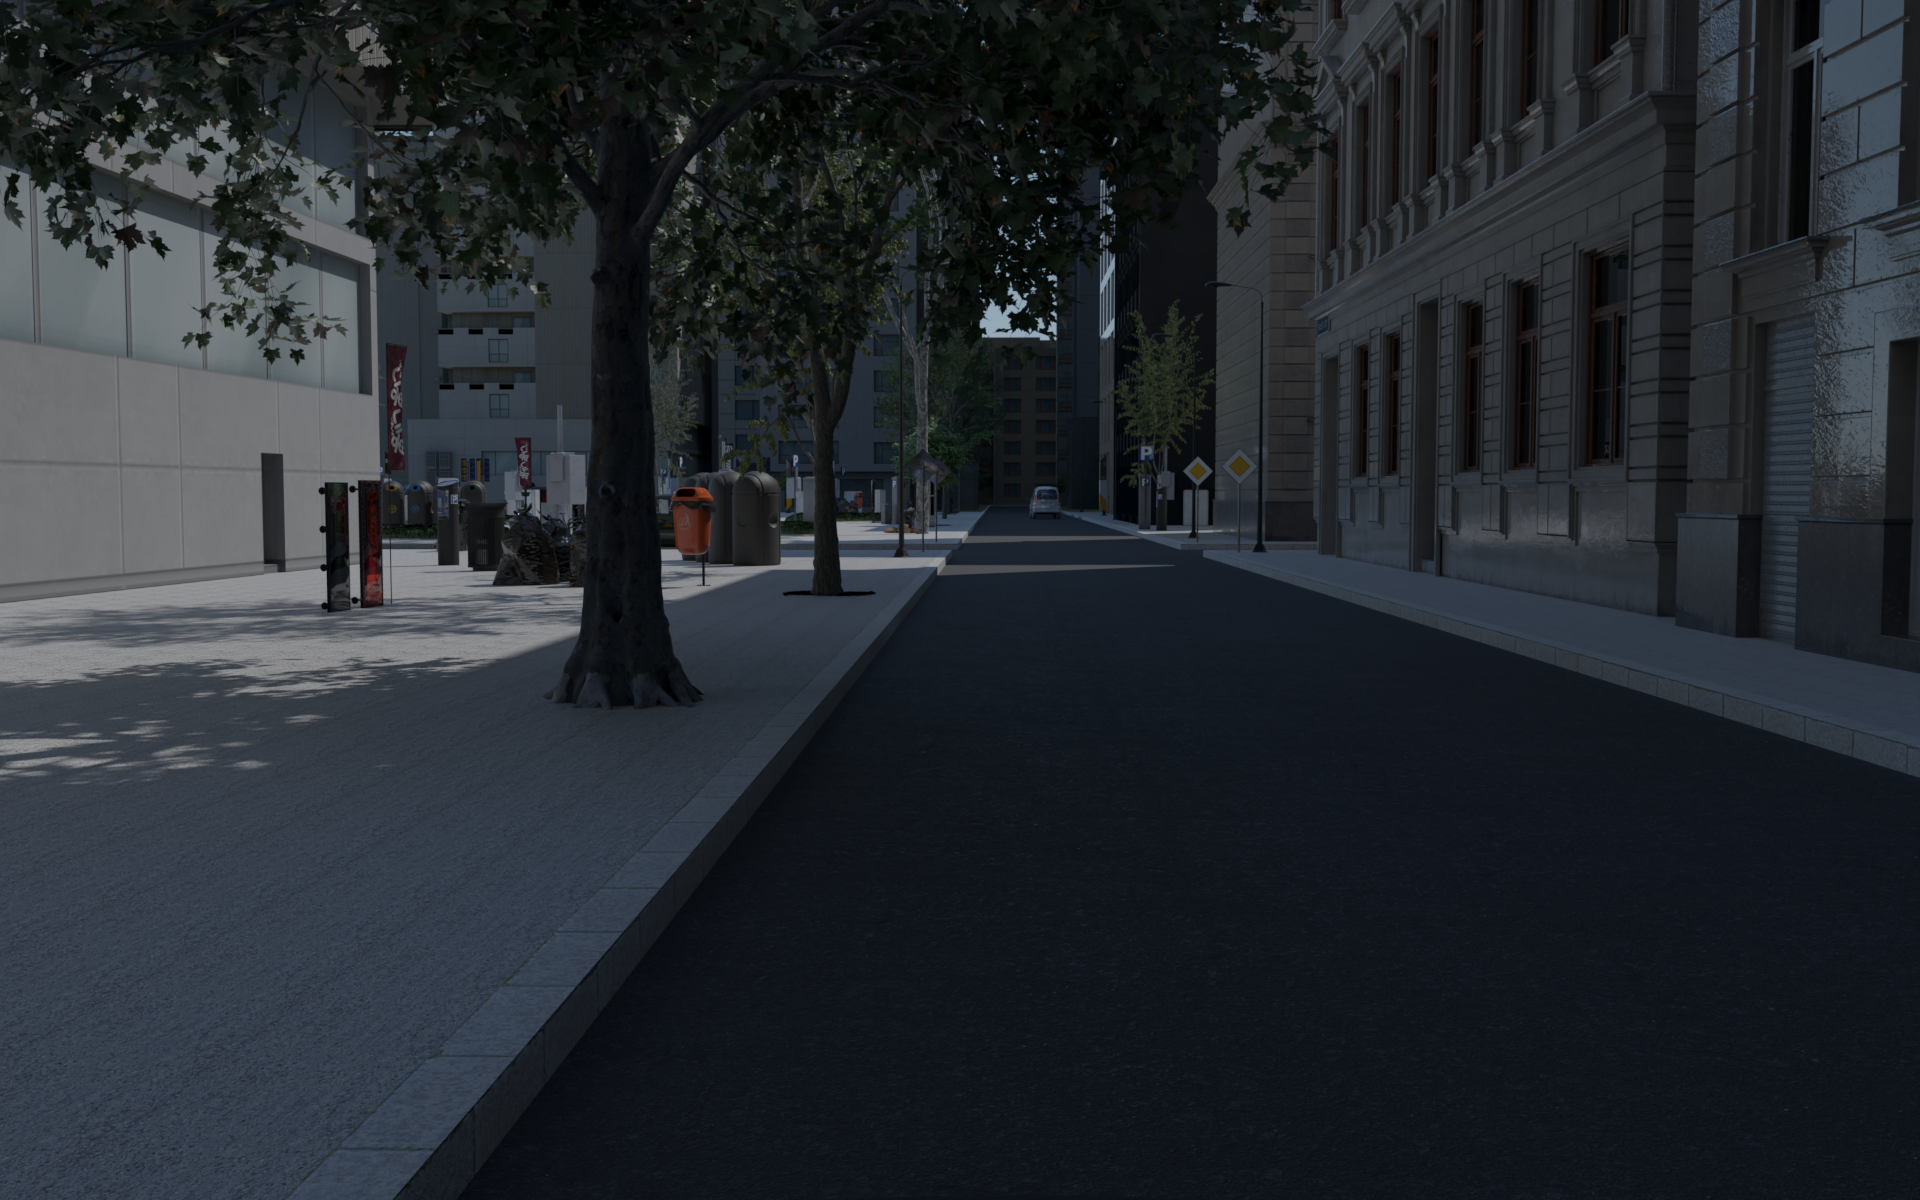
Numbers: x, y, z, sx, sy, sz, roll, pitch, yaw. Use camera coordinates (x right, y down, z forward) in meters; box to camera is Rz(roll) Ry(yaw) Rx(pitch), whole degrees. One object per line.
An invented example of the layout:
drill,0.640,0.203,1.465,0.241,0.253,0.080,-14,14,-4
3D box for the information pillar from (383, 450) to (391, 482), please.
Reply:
information pillar,-30.636,-6.198,92.696,0.183,3.616,0.504,2,4,25

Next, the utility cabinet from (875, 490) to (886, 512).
utility cabinet,-3.999,-4.791,87.019,0.318,1.500,1.173,-1,4,-16

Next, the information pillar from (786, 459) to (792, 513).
information pillar,-11.370,-7.569,115.114,0.183,3.616,0.504,-3,5,-42

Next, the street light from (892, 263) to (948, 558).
street light,-0.642,-3.811,34.843,1.470,5.913,1.316,0,4,1

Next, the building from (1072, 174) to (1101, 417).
building,21.441,-38.253,167.436,21.231,58.520,28.212,0,4,1

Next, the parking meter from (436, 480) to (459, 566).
parking meter,-9.221,-1.393,31.191,0.372,1.533,0.369,0,3,0

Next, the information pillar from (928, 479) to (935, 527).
information pillar,-1.185,-3.819,66.929,0.304,2.012,0.304,3,4,38

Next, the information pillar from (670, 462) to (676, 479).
information pillar,-20.241,-7.992,122.027,0.504,3.616,0.183,1,4,10

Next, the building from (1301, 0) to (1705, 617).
building,12.461,-11.673,27.014,11.583,22.565,21.152,0,4,1

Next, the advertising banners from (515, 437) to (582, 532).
advertising banners,-12.695,-3.497,53.371,2.074,3.025,0.090,0,4,6

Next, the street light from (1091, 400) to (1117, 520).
street light,7.207,-6.937,85.963,1.470,5.913,1.316,0,4,1

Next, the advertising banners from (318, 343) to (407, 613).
advertising banners,-6.686,-1.429,19.558,0.090,3.025,2.074,1,4,8

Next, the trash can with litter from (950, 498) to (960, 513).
trash can with litter,-0.564,-6.332,114.915,1.055,1.170,0.624,-2,4,-29

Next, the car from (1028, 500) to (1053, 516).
car,5.324,-6.173,110.516,1.945,1.707,3.694,0,4,1

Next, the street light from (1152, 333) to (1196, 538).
street light,6.253,-4.751,50.227,1.470,5.913,1.316,0,4,1

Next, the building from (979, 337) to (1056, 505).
building,-1.186,-22.848,218.605,28.899,21.520,27.650,0,4,1

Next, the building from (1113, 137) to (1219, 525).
building,13.634,-15.185,77.947,12.332,23.373,15.834,0,4,1

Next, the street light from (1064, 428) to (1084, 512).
street light,7.970,-9.087,121.109,1.470,5.913,1.316,0,4,1

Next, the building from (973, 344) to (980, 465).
building,-4.976,-33.006,189.751,14.200,45.320,14.600,0,4,1

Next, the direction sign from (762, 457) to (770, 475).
direction sign,-11.872,-6.990,106.289,0.379,3.537,0.876,2,4,25

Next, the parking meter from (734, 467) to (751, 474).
parking meter,-4.680,-1.952,37.619,0.399,1.863,0.255,-2,4,-30

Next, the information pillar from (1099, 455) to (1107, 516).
information pillar,8.526,-6.839,103.167,0.504,3.616,0.183,-2,4,-30

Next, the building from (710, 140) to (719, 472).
building,-19.470,-31.026,190.866,14.086,41.232,14.154,0,4,1

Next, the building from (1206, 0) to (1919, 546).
building,20.477,-15.536,51.284,25.104,27.353,12.463,0,4,1

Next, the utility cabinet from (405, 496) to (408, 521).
utility cabinet,-23.330,-3.872,74.472,1.020,1.237,0.306,0,4,-4

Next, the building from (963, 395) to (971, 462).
building,-6.043,-23.970,163.608,14.160,30.474,14.107,0,4,1

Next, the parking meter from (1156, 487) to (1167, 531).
parking meter,7.045,-3.187,60.516,0.372,1.533,0.369,0,3,0

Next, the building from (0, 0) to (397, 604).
building,-23.440,-26.371,20.399,27.495,52.752,28.713,0,4,1

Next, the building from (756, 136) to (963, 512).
building,-7.199,-21.833,128.676,14.160,30.474,14.107,0,4,1

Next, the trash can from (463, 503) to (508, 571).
trash can,-7.922,-1.058,28.947,0.748,1.137,0.748,0,3,0

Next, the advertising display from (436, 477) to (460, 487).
advertising display,-19.213,-3.659,65.031,0.123,1.923,0.974,3,5,40

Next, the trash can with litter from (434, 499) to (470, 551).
trash can with litter,-11.475,-1.687,38.972,1.055,1.170,0.624,3,4,38

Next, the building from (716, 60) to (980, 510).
building,-8.648,-43.232,145.094,20.563,71.187,20.611,0,4,1

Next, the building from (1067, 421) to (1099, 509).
building,20.362,-50.406,136.817,22.319,86.520,31.000,0,4,1

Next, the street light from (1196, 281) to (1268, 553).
street light,6.058,-4.003,37.986,1.470,5.913,1.316,0,4,1

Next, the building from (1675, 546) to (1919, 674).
building,12.310,-12.631,3.782,12.463,27.353,25.104,0,4,1

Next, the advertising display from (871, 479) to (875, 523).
advertising display,-3.837,-4.354,76.408,0.123,1.923,0.974,0,4,-6

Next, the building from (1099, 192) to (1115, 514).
building,18.951,-18.275,103.315,19.350,26.468,34.151,0,4,1

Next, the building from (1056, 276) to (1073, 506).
building,17.487,-30.922,189.170,14.154,41.232,14.086,0,4,1

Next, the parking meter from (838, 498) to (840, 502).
parking meter,-8.405,-6.886,118.292,0.399,1.863,0.255,-1,4,-13

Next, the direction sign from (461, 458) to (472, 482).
direction sign,-31.231,-7.219,110.029,0.876,3.537,0.379,-2,4,-25

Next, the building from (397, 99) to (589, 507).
building,-40.433,-36.334,183.300,27.495,52.752,28.713,0,4,1

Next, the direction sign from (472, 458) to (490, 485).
direction sign,-30.212,-7.202,109.755,0.876,3.537,0.379,-3,5,-41

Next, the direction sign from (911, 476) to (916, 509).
direction sign,-2.583,-6.541,98.941,0.379,3.537,0.876,2,4,24

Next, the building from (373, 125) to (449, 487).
building,-62.048,-31.079,191.731,14.086,41.232,14.154,0,4,1

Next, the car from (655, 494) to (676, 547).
car,-6.504,-1.961,41.852,4.222,1.686,2.009,0,4,2

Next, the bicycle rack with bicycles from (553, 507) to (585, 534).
bicycle rack with bicycles,-10.028,-2.124,48.103,2.925,0.926,2.852,-1,4,-21
